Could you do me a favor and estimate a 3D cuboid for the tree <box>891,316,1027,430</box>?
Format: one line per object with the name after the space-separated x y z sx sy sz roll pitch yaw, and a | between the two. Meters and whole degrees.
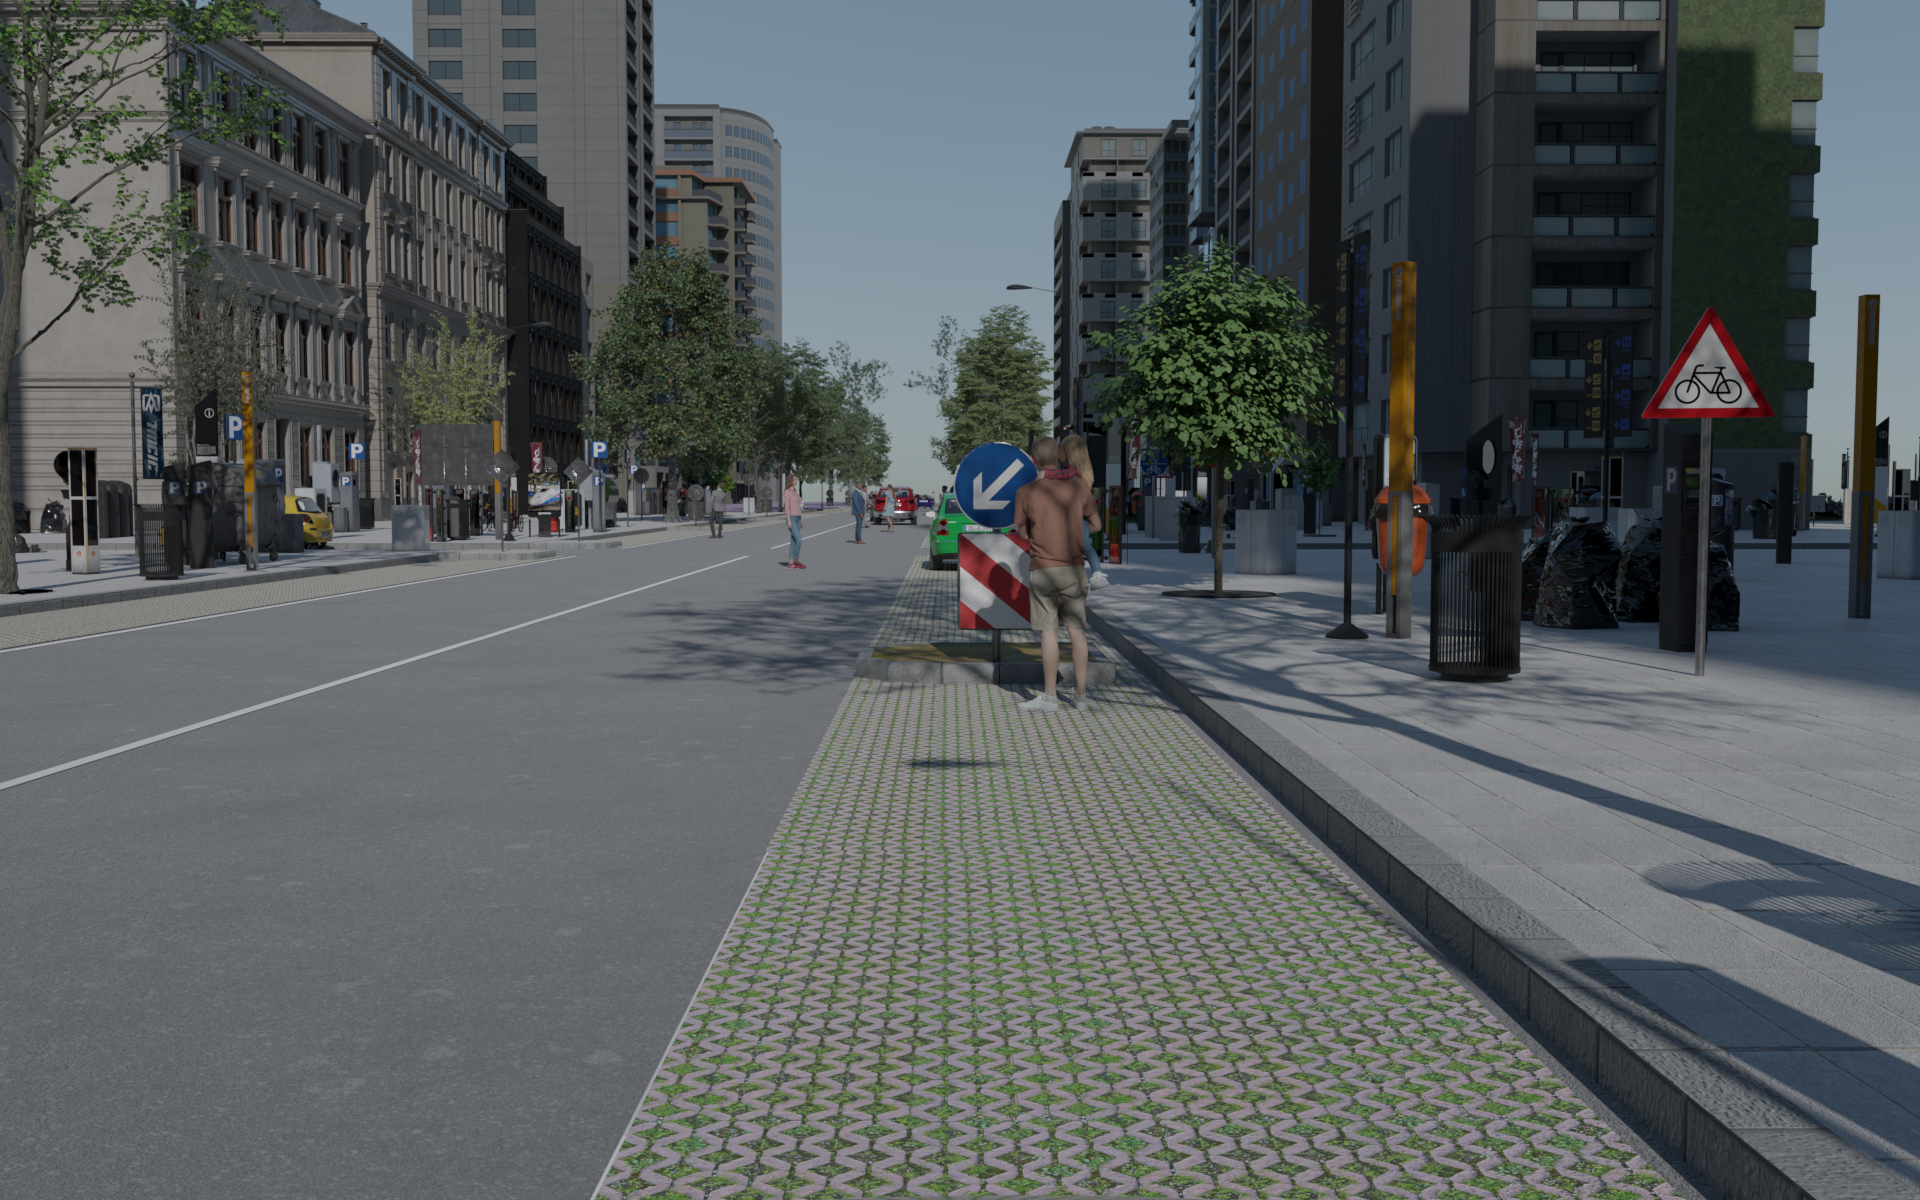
0.770 -20.090 184.363 12.611 20.169 13.585 0 3 0 | tree

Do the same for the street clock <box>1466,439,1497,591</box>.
6.860 -1.117 22.836 0.358 2.002 0.471 3 5 41 | street clock

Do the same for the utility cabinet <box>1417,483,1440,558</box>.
9.221 -1.593 34.727 0.318 1.500 1.173 -1 4 -11 | utility cabinet

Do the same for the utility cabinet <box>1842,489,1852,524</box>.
37.955 -3.942 73.128 1.173 1.500 0.318 1 4 14 | utility cabinet

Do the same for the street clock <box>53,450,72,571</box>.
-14.807 -1.488 28.895 0.471 2.002 0.358 0 4 -2 | street clock

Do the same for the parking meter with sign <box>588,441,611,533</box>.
-12.120 -3.788 58.196 0.543 3.016 1.738 -1 4 -13 | parking meter with sign

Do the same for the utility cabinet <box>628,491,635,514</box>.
-20.866 -6.316 111.953 1.173 1.500 0.318 0 4 7 | utility cabinet

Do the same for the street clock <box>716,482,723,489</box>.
-13.370 -5.606 96.230 0.471 2.002 0.358 -1 4 -13 | street clock

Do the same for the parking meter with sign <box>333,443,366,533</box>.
-20.562 -3.792 58.253 0.543 3.016 1.738 0 4 2 | parking meter with sign

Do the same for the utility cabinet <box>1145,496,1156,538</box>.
5.947 -2.442 51.082 1.020 1.237 0.306 3 5 42 | utility cabinet

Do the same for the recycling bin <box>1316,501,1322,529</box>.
13.101 -3.187 64.659 0.722 1.027 0.722 1 4 23 | recycling bin

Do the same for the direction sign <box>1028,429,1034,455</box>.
2.498 -4.214 60.896 0.379 3.537 0.876 0 4 -8 | direction sign

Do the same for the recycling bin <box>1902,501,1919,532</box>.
35.255 -3.121 63.576 0.722 1.027 0.722 0 4 -2 | recycling bin

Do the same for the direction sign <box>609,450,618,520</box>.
-17.253 -5.769 86.316 0.379 3.537 0.876 -3 4 -39 | direction sign

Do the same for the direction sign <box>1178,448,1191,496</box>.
7.913 -4.229 61.148 0.379 3.537 0.876 -1 4 -22 | direction sign

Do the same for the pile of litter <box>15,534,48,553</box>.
-20.938 -1.462 37.875 1.719 0.858 1.176 0 4 8 | pile of litter

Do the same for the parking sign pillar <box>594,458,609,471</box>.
-22.420 -7.366 108.902 1.447 3.967 1.447 2 4 28 | parking sign pillar

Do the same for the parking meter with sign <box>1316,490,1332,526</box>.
14.637 -4.522 70.189 0.543 3.016 1.738 -1 4 -9 | parking meter with sign

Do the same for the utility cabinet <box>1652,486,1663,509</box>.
20.276 -2.475 49.137 1.173 1.500 0.318 1 4 23 | utility cabinet

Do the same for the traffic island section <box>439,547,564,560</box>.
-10.204 -0.995 38.556 2.009 0.180 2.903 0 4 0 | traffic island section

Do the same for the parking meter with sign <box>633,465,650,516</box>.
-19.094 -6.556 103.445 0.543 3.016 1.738 -3 4 -38 | parking meter with sign

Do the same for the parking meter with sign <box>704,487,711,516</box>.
-15.117 -6.585 103.932 0.543 3.016 1.738 -1 4 -22 | parking meter with sign

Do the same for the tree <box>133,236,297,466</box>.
-21.883 -6.105 50.186 4.360 8.622 3.978 0 3 0 | tree

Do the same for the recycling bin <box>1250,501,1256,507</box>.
11.106 -3.127 63.679 0.722 1.027 0.722 2 4 26 | recycling bin

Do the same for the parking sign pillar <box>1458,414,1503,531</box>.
17.552 -4.272 58.326 1.447 3.967 1.447 -1 4 -12 | parking sign pillar

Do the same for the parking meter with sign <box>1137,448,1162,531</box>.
6.687 -3.980 61.340 0.543 3.016 1.738 1 4 19 | parking meter with sign

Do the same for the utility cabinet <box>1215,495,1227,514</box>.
14.149 -4.966 92.358 1.020 1.237 0.306 2 4 29 | utility cabinet

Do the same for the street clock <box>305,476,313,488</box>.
-25.375 -3.862 67.720 0.358 2.002 0.471 0 4 5 | street clock

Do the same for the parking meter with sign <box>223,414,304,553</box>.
-15.199 -2.548 37.928 1.738 3.016 0.543 1 4 18 | parking meter with sign

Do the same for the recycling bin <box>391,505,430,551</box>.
-12.382 -1.621 39.051 0.722 1.027 0.722 0 4 -7 | recycling bin

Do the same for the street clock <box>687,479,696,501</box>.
-13.268 -4.958 85.625 0.358 2.002 0.471 1 4 16 | street clock

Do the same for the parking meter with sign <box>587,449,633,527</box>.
-13.742 -4.347 67.333 1.738 3.016 0.543 0 4 3 | parking meter with sign

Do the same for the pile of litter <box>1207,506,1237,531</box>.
9.355 -2.891 61.236 1.719 0.858 1.176 -3 4 -36 | pile of litter

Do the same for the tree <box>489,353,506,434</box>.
-23.618 -8.116 83.065 4.360 8.622 3.978 0 3 0 | tree

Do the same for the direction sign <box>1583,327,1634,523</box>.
8.944 -1.955 23.958 0.379 3.537 0.876 -2 4 -23 | direction sign

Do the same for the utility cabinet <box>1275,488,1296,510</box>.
12.955 -3.691 69.028 0.318 1.500 1.173 3 4 38 | utility cabinet

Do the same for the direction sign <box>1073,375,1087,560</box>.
2.280 -2.538 33.489 0.379 3.537 0.876 0 4 -7 | direction sign

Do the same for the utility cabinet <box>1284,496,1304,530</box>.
11.928 -3.093 61.733 0.306 1.237 1.020 3 5 44 | utility cabinet

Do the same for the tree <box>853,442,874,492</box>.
-13.731 -17.768 240.866 4.737 8.622 4.395 0 3 0 | tree

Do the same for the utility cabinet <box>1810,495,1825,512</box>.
46.963 -5.138 95.170 1.020 1.237 0.306 0 4 -2 | utility cabinet

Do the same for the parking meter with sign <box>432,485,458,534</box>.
-16.726 -3.653 55.984 0.543 3.016 1.738 1 4 18 | parking meter with sign

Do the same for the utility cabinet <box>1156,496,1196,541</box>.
5.983 -2.229 47.601 1.020 1.237 0.306 3 5 39 | utility cabinet

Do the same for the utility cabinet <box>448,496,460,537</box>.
-15.095 -2.480 51.717 0.306 1.237 1.020 -1 4 -14 | utility cabinet

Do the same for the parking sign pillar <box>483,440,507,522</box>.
-21.078 -5.542 79.090 1.447 3.967 1.447 1 4 11 | parking sign pillar

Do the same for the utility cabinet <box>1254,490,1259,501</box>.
14.303 -4.655 84.793 0.318 1.500 1.173 0 4 -6 | utility cabinet

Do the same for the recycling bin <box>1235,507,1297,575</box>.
4.910 -0.931 27.777 0.722 1.027 0.722 -3 5 -40 | recycling bin

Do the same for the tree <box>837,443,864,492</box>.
-14.702 -17.028 228.767 4.360 8.622 3.978 0 3 0 | tree

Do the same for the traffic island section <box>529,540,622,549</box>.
-10.258 -1.484 46.540 2.009 0.180 2.903 0 4 0 | traffic island section

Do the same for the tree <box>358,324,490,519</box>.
-23.395 -7.588 74.430 4.360 8.622 3.978 0 3 0 | tree

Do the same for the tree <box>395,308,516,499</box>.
-19.618 -7.177 67.713 4.737 8.622 4.395 0 3 0 | tree

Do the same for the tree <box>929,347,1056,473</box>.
2.772 -13.054 130.435 9.611 12.733 9.660 0 3 0 | tree

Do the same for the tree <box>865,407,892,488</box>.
-14.510 -17.493 192.662 9.857 13.997 8.962 0 3 0 | tree

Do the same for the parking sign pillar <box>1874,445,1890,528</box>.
34.629 -4.712 65.516 1.447 3.967 1.447 0 4 2 | parking sign pillar

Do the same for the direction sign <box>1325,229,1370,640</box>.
3.454 -1.428 15.345 0.379 3.537 0.876 0 4 -5 | direction sign

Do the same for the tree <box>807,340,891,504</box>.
-14.863 -22.042 216.273 12.611 20.169 13.585 0 3 0 | tree

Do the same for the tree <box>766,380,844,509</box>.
-14.120 -13.951 153.857 9.928 11.665 9.643 0 3 0 | tree
